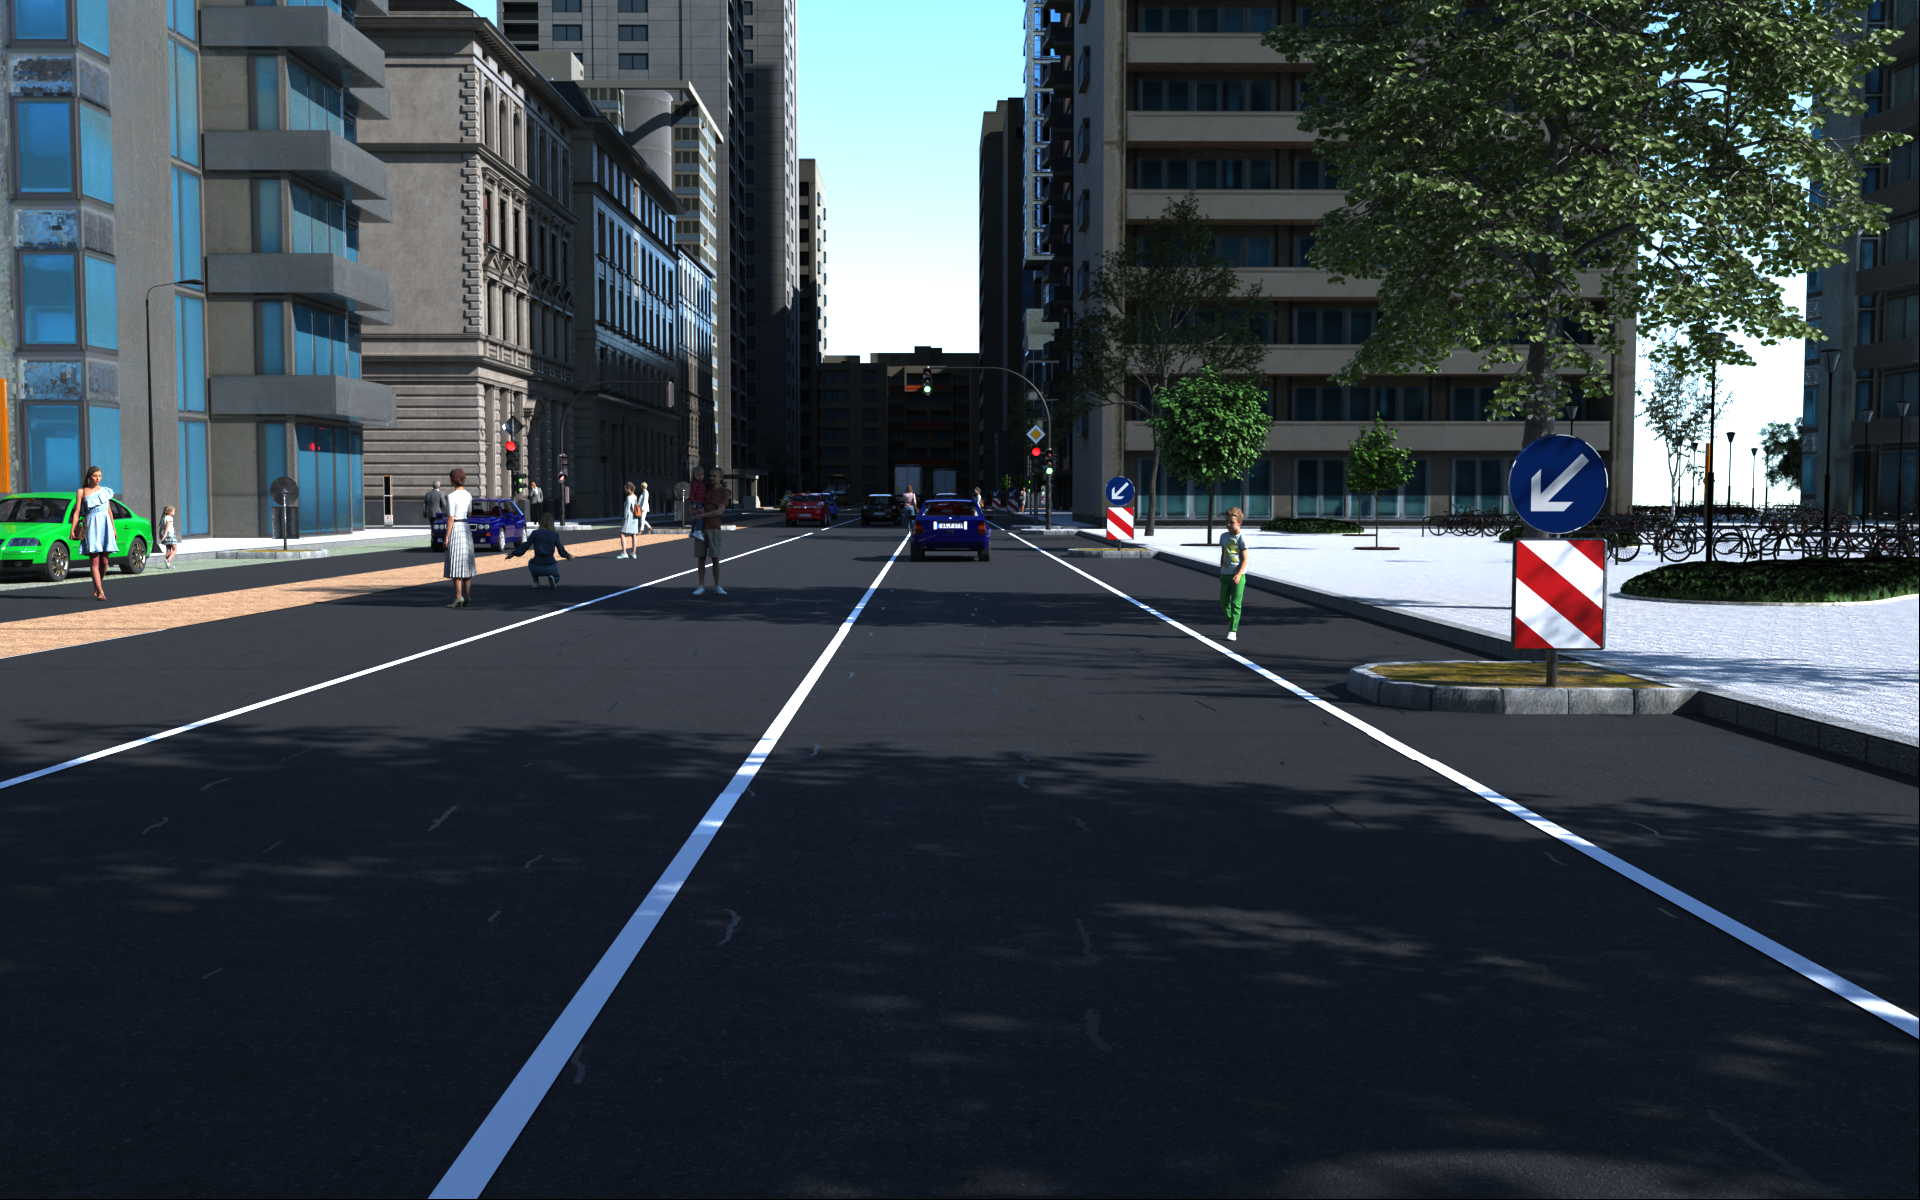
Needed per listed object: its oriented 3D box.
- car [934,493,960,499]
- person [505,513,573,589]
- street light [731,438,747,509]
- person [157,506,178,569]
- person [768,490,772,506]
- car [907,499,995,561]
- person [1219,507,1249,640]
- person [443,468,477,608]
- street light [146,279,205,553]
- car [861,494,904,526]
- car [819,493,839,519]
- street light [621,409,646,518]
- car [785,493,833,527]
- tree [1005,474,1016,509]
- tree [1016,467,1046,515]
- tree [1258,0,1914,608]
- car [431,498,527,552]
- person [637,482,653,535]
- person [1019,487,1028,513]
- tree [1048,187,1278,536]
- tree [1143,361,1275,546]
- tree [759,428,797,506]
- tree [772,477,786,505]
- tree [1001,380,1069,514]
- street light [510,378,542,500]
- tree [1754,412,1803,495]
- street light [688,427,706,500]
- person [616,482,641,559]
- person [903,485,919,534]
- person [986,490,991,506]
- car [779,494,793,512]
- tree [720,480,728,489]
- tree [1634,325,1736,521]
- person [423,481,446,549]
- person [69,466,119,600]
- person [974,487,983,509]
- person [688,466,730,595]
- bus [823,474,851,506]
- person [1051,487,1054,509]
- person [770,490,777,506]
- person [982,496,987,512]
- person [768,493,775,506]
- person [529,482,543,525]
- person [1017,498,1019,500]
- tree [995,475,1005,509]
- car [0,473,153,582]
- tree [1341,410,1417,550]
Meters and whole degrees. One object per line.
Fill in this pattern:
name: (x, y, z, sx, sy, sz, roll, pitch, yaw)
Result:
car: (-0.705, -5.395, 97.248, 2.155, 1.783, 4.494, 0, 4, 1)
person: (-6.415, -0.755, 26.348, 1.012, 1.151, 0.738, -1, 4, -12)
street light: (-18.456, -10.524, 144.606, 1.470, 5.913, 1.316, 0, 4, -1)
person: (-15.220, -1.201, 33.154, 0.505, 1.210, 0.382, 2, 4, 34)
person: (-21.060, -11.275, 191.210, 1.217, 1.723, 0.721, 1, 4, 10)
car: (-0.202, -1.566, 38.191, 1.945, 1.354, 3.894, 0, 3, 0)
person: (2.709, -0.268, 17.135, 0.306, 1.304, 0.590, 1, 4, 18)
person: (-6.404, -0.787, 21.932, 0.524, 1.755, 0.480, 1, 4, 22)
street light: (-17.005, -3.975, 37.536, 1.470, 5.913, 1.316, 0, 4, -1)
car: (-3.592, -4.262, 79.465, 2.009, 1.686, 4.222, 0, 4, 1)
car: (-7.954, -5.512, 99.711, 1.945, 1.707, 3.694, 0, 4, -2)
street light: (-17.816, -7.465, 94.597, 1.470, 5.913, 1.316, 0, 4, -1)
car: (-6.824, -4.217, 77.993, 2.155, 1.783, 4.494, 0, 4, -1)
tree: (5.269, -9.424, 148.677, 1.663, 3.219, 1.824, 0, 3, 0)
tree: (4.828, -6.803, 105.837, 1.663, 3.219, 1.824, 0, 3, 0)
tree: (6.762, -6.182, 19.202, 7.486, 12.596, 7.792, 0, 3, 0)
car: (-12.225, -1.927, 44.089, 1.945, 1.354, 3.894, 0, 4, -2)
person: (-10.915, -3.162, 60.074, 0.818, 1.842, 0.514, -3, 5, -45)
person: (4.325, -6.829, 118.053, 0.532, 1.782, 0.716, 3, 5, 41)
tree: (6.106, -7.227, 52.578, 7.601, 10.594, 8.767, 1, 4, 21)
tree: (6.144, -3.624, 42.963, 4.285, 4.588, 4.351, 0, 3, 0)
tree: (-20.474, -14.916, 194.233, 4.360, 8.622, 3.978, 0, 3, 0)
tree: (-20.676, -12.465, 198.410, 1.663, 3.219, 1.824, 0, 3, 0)
tree: (4.791, -9.843, 111.303, 4.737, 8.622, 4.395, 0, 3, 0)
street light: (-17.474, -5.938, 69.629, 1.470, 5.913, 1.316, 0, 4, -1)
tree: (59.477, -9.359, 115.926, 11.467, 7.101, 20.602, 0, 4, -7)
street light: (-18.214, -8.992, 119.563, 1.470, 5.913, 1.316, 0, 4, -1)
person: (-7.351, -1.779, 38.598, 0.522, 1.701, 0.512, 1, 4, 9)
person: (-1.776, -3.252, 62.254, 0.593, 1.750, 0.643, 0, 4, 4)
person: (3.189, -11.253, 190.832, 0.445, 1.727, 0.742, 1, 4, 17)
car: (-13.567, -7.914, 139.616, 2.015, 1.641, 3.980, 0, 4, -1)
tree: (-19.664, -8.978, 141.392, 1.663, 3.219, 1.824, 0, 3, 0)
tree: (30.571, -7.551, 73.820, 4.360, 8.622, 3.978, 0, 3, 0)
person: (-13.867, -2.263, 45.902, 0.661, 1.777, 0.834, 0, 4, 5)
person: (-11.769, -0.912, 23.514, 0.616, 1.811, 0.778, -3, 4, -36)
person: (0.667, -3.530, 67.226, 0.522, 1.701, 0.512, -1, 4, -9)
person: (-3.620, -0.991, 24.684, 0.580, 1.828, 0.573, -3, 4, -39)
bus: (-14.973, -13.575, 213.503, 2.896, 3.916, 12.252, 0, 4, -1)
person: (7.983, -8.734, 148.470, 0.705, 1.869, 1.348, -1, 4, -12)
person: (-21.086, -11.437, 193.752, 1.217, 1.736, 0.721, 0, 4, 1)
person: (1.958, -7.881, 141.619, 0.475, 1.303, 0.640, 1, 4, 18)
person: (-19.525, -10.454, 180.186, 0.991, 1.433, 0.599, -1, 4, -14)
person: (-17.795, -4.072, 72.803, 0.592, 1.802, 0.473, -1, 4, -12)
person: (4.762, -8.908, 154.954, 1.065, 1.426, 0.557, 1, 4, 15)
tree: (4.154, -9.654, 152.438, 1.663, 3.219, 1.824, 0, 3, 0)
car: (-15.469, -1.261, 29.410, 1.959, 1.807, 4.718, 0, 4, -1)
tree: (9.518, -2.772, 39.927, 1.663, 3.219, 1.824, 0, 3, 0)
